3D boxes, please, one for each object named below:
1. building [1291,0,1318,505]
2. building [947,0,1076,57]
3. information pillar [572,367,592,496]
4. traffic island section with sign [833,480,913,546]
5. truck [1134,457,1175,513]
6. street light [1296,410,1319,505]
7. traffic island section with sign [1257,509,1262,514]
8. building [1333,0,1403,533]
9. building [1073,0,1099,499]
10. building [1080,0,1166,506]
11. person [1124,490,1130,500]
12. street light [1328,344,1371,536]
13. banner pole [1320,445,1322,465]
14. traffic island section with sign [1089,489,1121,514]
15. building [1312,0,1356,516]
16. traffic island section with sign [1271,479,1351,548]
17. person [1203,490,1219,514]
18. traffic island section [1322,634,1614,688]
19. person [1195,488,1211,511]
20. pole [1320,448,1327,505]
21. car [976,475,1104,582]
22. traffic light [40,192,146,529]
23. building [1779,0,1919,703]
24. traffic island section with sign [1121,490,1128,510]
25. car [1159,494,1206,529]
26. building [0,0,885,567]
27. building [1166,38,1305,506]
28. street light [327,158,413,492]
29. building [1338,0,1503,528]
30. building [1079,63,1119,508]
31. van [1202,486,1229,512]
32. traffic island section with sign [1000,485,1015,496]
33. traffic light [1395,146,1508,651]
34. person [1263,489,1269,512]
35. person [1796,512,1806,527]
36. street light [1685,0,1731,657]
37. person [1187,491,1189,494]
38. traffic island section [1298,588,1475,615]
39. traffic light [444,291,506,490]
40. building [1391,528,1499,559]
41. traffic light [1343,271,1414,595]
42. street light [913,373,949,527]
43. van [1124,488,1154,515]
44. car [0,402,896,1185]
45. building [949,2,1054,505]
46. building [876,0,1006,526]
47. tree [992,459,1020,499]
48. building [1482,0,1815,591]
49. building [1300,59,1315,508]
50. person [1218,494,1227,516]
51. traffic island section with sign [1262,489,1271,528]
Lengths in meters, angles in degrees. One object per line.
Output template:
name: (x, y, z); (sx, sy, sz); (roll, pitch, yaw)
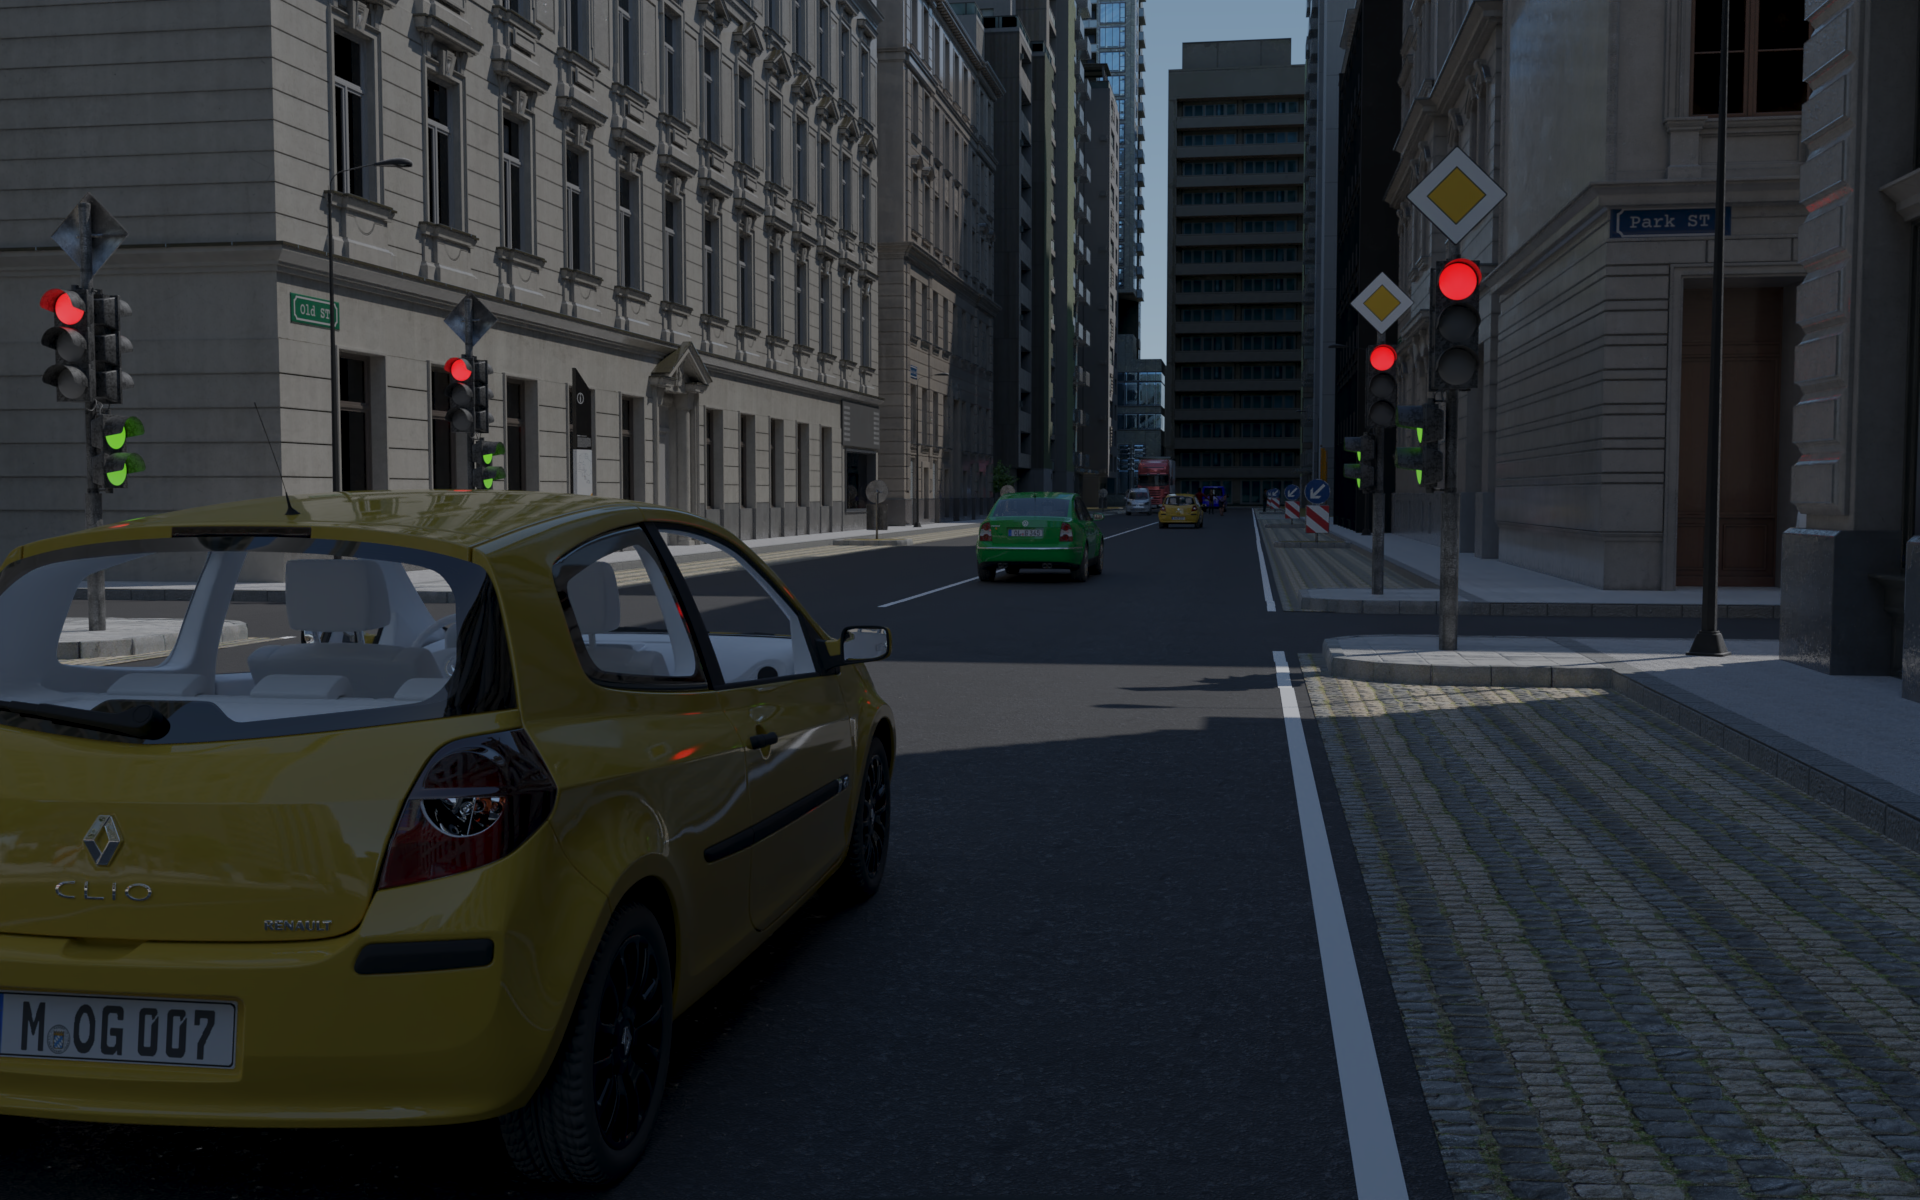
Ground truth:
building: (39.110, -31.770, 139.047); (23.786, 49.044, 30.456); (1, 4, 9)
building: (0.297, -26.694, 120.039); (14.154, 41.232, 14.086); (1, 4, 9)
information pillar: (-7.054, -2.506, 32.333); (0.183, 3.616, 0.504); (2, 4, 23)
traffic island section with sign: (-2.385, -2.445, 48.606); (1.989, 1.847, 2.006); (1, 4, 9)
truck: (15.001, -8.770, 132.307); (2.839, 4.237, 11.283); (1, 4, 9)
street light: (19.273, -7.545, 95.896); (1.470, 5.913, 1.316); (1, 4, 9)
traffic island section with sign: (22.172, -6.965, 122.503); (1.989, 1.847, 2.006); (1, 4, 9)
building: (20.394, -14.273, 63.047); (12.332, 23.373, 15.834); (1, 4, 9)
building: (-1.085, -31.989, 142.636); (23.786, 49.044, 30.456); (1, 4, 9)
building: (7.432, -53.793, 192.179); (31.000, 86.520, 22.319); (1, 4, 9)
person: (13.398, -7.893, 138.255); (0.721, 1.736, 1.217); (3, 4, 37)
street light: (12.091, -4.964, 53.709); (1.470, 5.913, 1.316); (1, 4, 9)
banner pole: (18.386, -5.989, 87.936); (0.401, 3.779, 0.863); (2, 4, 28)
traffic island section with sign: (10.338, -7.095, 124.627); (1.989, 1.847, 2.006); (1, 4, 9)
building: (33.413, -34.737, 109.954); (21.231, 58.520, 28.212); (1, 4, 9)
traffic island section with sign: (9.433, -2.310, 46.402); (1.989, 1.847, 2.006); (1, 4, 9)
person: (17.802, -6.944, 122.559); (1.217, 1.766, 0.721); (0, 4, -2)
traffic island section: (4.041, 0.490, 14.265); (2.009, 0.180, 2.903); (1, 4, 9)
person: (14.498, -5.885, 104.683); (1.348, 1.831, 0.705); (1, 4, 21)
pole: (16.064, -5.073, 76.794); (0.158, 3.312, 0.155); (0, 3, 0)
car: (1.434, -1.277, 29.674); (1.959, 1.807, 4.718); (1, 4, 10)
traffic light: (-8.094, -1.666, 16.159); (0.839, 4.253, 0.868); (1, 4, 9)
building: (9.550, -10.640, 2.842); (11.050, 23.489, 19.941); (1, 4, 9)
traffic island section with sign: (14.902, -8.758, 151.827); (1.989, 1.847, 2.006); (1, 4, 9)
car: (9.370, -3.854, 73.238); (2.015, 1.641, 3.980); (1, 4, 11)
building: (-13.992, -16.518, 46.480); (17.030, 29.872, 44.131); (1, 4, 9)
building: (33.595, -34.553, 188.649); (21.600, 48.544, 21.300); (1, 4, 9)
street light: (-8.246, -3.158, 24.170); (1.470, 5.913, 1.316); (1, 4, 9)
building: (25.407, -18.028, 82.154); (14.401, 28.519, 23.554); (1, 4, 9)
building: (8.135, -29.632, 168.083); (14.086, 41.232, 14.154); (1, 4, 9)
van: (20.320, -8.195, 138.373); (2.240, 2.365, 5.245); (1, 4, 10)
traffic island section with sign: (2.071, -4.076, 75.274); (1.989, 1.847, 2.006); (1, 4, 9)
traffic light: (4.003, -1.544, 14.158); (0.839, 4.253, 0.868); (1, 4, 9)
person: (22.591, -7.318, 128.166); (0.705, 1.821, 1.348); (0, 4, -5)
person: (9.597, -0.508, 19.408); (0.503, 1.515, 0.523); (2, 4, 28)
street light: (5.434, -2.519, 13.722); (1.470, 5.913, 1.316); (1, 4, 9)
person: (23.088, -10.223, 176.184); (0.617, 1.759, 0.750); (-2, 4, -31)
traffic island section: (5.359, 0.009, 22.141); (2.009, 0.180, 2.903); (1, 4, 9)
traffic light: (-6.775, -2.148, 24.035); (0.839, 4.253, 0.868); (1, 4, 9)
building: (18.280, -15.653, 43.312); (14.401, 28.519, 23.554); (1, 4, 9)
traffic light: (5.321, -2.025, 22.034); (0.839, 4.253, 0.868); (1, 4, 9)
street light: (-1.108, -5.748, 66.517); (1.470, 5.913, 1.316); (1, 4, 9)
van: (12.141, -6.760, 117.531); (2.013, 2.044, 4.112); (0, 4, 8)
car: (-1.297, 0.312, 5.117); (2.015, 1.641, 3.980); (1, 4, 9)
building: (-2.036, -20.476, 106.491); (14.160, 30.474, 14.107); (1, 4, 9)
building: (-5.729, -17.337, 80.717); (12.463, 27.353, 25.104); (1, 4, 9)
tree: (2.220, -6.255, 96.870); (1.663, 3.219, 1.824); (0, 3, 0)
building: (18.999, -11.592, 25.679); (21.152, 22.565, 11.583); (1, 4, 9)
building: (39.171, -29.275, 162.239); (14.154, 41.232, 14.086); (1, 4, 9)
person: (17.230, -6.223, 113.486); (0.421, 1.427, 0.697); (-2, 4, -26)
traffic island section with sign: (13.911, -3.947, 73.162); (1.989, 1.847, 2.006); (1, 4, 9)
